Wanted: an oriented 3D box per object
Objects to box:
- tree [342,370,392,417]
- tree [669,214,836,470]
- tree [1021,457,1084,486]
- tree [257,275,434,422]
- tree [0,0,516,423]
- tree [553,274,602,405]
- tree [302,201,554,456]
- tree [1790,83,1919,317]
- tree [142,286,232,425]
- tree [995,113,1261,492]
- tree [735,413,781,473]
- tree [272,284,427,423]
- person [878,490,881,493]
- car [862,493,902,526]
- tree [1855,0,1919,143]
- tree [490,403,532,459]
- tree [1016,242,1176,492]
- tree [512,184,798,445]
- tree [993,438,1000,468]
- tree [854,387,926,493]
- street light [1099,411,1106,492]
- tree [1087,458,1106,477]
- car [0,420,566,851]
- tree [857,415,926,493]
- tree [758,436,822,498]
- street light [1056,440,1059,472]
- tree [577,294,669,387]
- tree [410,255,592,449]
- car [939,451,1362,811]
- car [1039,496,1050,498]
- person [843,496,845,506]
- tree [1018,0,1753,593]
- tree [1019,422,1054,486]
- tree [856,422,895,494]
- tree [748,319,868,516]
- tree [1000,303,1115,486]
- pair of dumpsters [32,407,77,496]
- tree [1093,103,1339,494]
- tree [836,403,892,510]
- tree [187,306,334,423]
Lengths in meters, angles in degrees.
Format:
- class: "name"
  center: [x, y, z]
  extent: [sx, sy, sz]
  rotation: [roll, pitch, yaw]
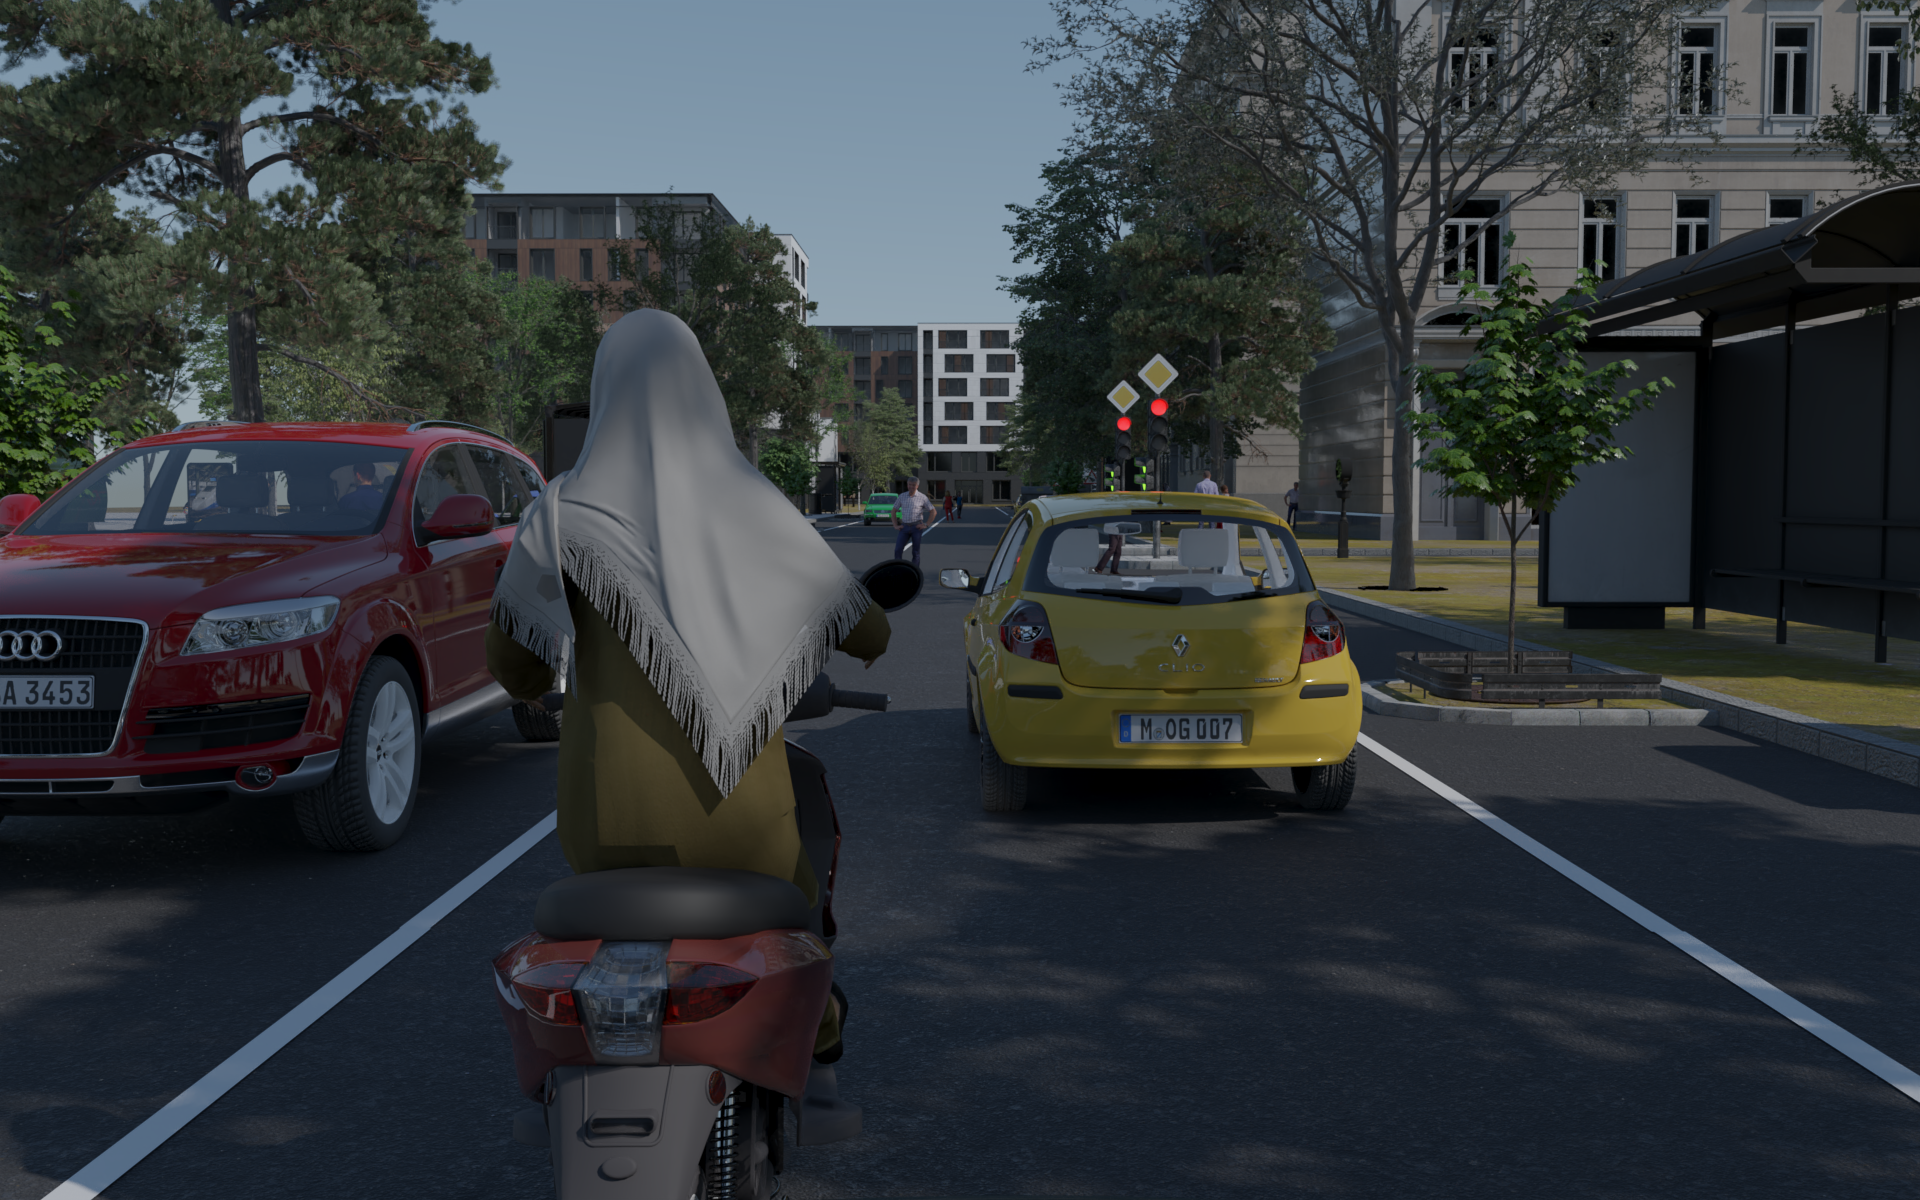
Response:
- class: "tree"
  center: [-33.482, -10.880, 103.647]
  extent: [9.928, 11.665, 9.643]
  rotation: [0, 3, 0]
- class: "tree"
  center: [-9.481, -10.403, 77.519]
  extent: [7.806, 13.903, 7.818]
  rotation: [0, 3, 0]
- class: "tree"
  center: [7.718, -8.845, 128.323]
  extent: [4.285, 4.588, 4.351]
  rotation: [0, 3, 0]
- class: "tree"
  center: [-16.987, -5.915, 47.080]
  extent: [4.737, 8.622, 4.395]
  rotation: [0, 3, 0]
- class: "tree"
  center: [-9.152, -6.113, 22.002]
  extent: [6.751, 12.117, 7.091]
  rotation: [0, 3, 0]
- class: "tree"
  center: [-23.508, -11.792, 100.226]
  extent: [7.806, 13.903, 7.818]
  rotation: [0, 3, 0]
- class: "tree"
  center: [-19.972, -9.527, 63.188]
  extent: [7.806, 13.903, 7.818]
  rotation: [0, 3, 0]
- class: "tree"
  center: [18.063, -5.760, 28.591]
  extent: [8.767, 10.594, 7.601]
  rotation: [-3, 5, -42]
- class: "tree"
  center: [-33.218, -8.878, 70.909]
  extent: [9.928, 11.665, 9.643]
  rotation: [0, 3, 0]
- class: "tree"
  center: [6.062, -9.173, 56.642]
  extent: [9.857, 13.997, 8.962]
  rotation: [0, 3, 0]
- class: "tree"
  center: [-13.468, -10.102, 115.536]
  extent: [4.360, 8.622, 3.978]
  rotation: [0, 3, 0]
- class: "tree"
  center: [-18.525, -6.255, 52.638]
  extent: [4.360, 8.622, 3.978]
  rotation: [0, 3, 0]
- class: "person"
  center: [-8.104, -10.363, 176.153]
  extent: [1.217, 1.739, 0.721]
  rotation: [1, 4, 16]
- class: "car"
  center: [-3.469, -4.305, 79.176]
  extent: [1.959, 1.807, 4.718]
  rotation: [0, 4, -1]
- class: "tree"
  center: [9.936, -3.964, 15.174]
  extent: [4.360, 8.622, 3.978]
  rotation: [0, 3, 0]
- class: "tree"
  center: [-29.695, -9.964, 113.266]
  extent: [4.737, 8.622, 4.395]
  rotation: [0, 3, 0]
- class: "tree"
  center: [6.667, -10.817, 84.286]
  extent: [7.806, 13.903, 7.818]
  rotation: [0, 3, 0]
- class: "tree"
  center: [-9.233, -7.262, 53.144]
  extent: [8.767, 10.594, 7.601]
  rotation: [0, 4, -6]
- class: "tree"
  center: [7.298, -16.149, 182.156]
  extent: [7.486, 12.596, 7.792]
  rotation: [0, 3, 0]
- class: "tree"
  center: [-7.527, -16.204, 183.056]
  extent: [7.486, 12.596, 7.792]
  rotation: [0, 3, 0]
- class: "street light"
  center: [6.388, -6.437, 78.029]
  extent: [0.468, 5.910, 1.993]
  rotation: [0, 4, 0]
- class: "tree"
  center: [9.406, -10.050, 114.672]
  extent: [4.360, 8.622, 3.978]
  rotation: [0, 3, 0]
- class: "car"
  center: [-3.279, 0.002, 8.647]
  extent: [2.281, 1.827, 5.304]
  rotation: [0, 4, 1]
- class: "tree"
  center: [-7.805, -15.856, 193.662]
  extent: [8.767, 10.594, 7.601]
  rotation: [0, 4, 7]
- class: "tree"
  center: [-8.586, -6.185, 84.835]
  extent: [4.285, 4.588, 4.351]
  rotation: [0, 3, 0]
- class: "street light"
  center: [6.660, -8.824, 117.058]
  extent: [0.468, 5.910, 1.993]
  rotation: [0, 4, 0]
- class: "tree"
  center: [-11.754, -6.811, 61.728]
  extent: [4.360, 8.622, 3.978]
  rotation: [0, 3, 0]
- class: "tree"
  center: [-19.785, -9.196, 76.117]
  extent: [9.928, 11.665, 9.643]
  rotation: [0, 3, 0]
- class: "car"
  center: [0.899, 0.058, 9.274]
  extent: [2.015, 1.641, 3.980]
  rotation: [0, 4, -1]
- class: "car"
  center: [4.122, -3.951, 76.952]
  extent: [2.083, 1.381, 4.827]
  rotation: [0, 4, 1]
- class: "person"
  center: [-12.243, -10.845, 183.366]
  extent: [0.705, 1.823, 1.348]
  rotation: [-1, 4, -13]
- class: "tree"
  center: [5.841, -6.879, 22.835]
  extent: [12.009, 13.543, 11.850]
  rotation: [0, 3, 0]
- class: "tree"
  center: [7.770, -12.896, 161.205]
  extent: [4.360, 8.622, 3.978]
  rotation: [0, 3, 0]
- class: "tree"
  center: [-8.750, -13.778, 175.632]
  extent: [4.737, 8.622, 4.395]
  rotation: [0, 3, 0]
- class: "tree"
  center: [-9.475, -10.799, 102.316]
  extent: [9.928, 11.665, 9.643]
  rotation: [0, 3, 0]
- class: "tree"
  center: [6.770, -11.208, 101.370]
  extent: [7.486, 12.596, 7.792]
  rotation: [0, 3, 0]
- class: "pair of dumpsters"
  center: [-9.825, -0.841, 16.248]
  extent: [1.574, 2.255, 4.436]
  rotation: [0, 4, 1]
- class: "tree"
  center: [7.055, -7.666, 47.395]
  extent: [6.751, 12.117, 7.091]
  rotation: [0, 3, 0]
- class: "tree"
  center: [-7.886, -11.509, 138.529]
  extent: [4.360, 8.622, 3.978]
  rotation: [0, 3, 0]
- class: "tree"
  center: [-32.884, -10.039, 82.257]
  extent: [7.486, 12.596, 7.792]
  rotation: [0, 3, 0]
